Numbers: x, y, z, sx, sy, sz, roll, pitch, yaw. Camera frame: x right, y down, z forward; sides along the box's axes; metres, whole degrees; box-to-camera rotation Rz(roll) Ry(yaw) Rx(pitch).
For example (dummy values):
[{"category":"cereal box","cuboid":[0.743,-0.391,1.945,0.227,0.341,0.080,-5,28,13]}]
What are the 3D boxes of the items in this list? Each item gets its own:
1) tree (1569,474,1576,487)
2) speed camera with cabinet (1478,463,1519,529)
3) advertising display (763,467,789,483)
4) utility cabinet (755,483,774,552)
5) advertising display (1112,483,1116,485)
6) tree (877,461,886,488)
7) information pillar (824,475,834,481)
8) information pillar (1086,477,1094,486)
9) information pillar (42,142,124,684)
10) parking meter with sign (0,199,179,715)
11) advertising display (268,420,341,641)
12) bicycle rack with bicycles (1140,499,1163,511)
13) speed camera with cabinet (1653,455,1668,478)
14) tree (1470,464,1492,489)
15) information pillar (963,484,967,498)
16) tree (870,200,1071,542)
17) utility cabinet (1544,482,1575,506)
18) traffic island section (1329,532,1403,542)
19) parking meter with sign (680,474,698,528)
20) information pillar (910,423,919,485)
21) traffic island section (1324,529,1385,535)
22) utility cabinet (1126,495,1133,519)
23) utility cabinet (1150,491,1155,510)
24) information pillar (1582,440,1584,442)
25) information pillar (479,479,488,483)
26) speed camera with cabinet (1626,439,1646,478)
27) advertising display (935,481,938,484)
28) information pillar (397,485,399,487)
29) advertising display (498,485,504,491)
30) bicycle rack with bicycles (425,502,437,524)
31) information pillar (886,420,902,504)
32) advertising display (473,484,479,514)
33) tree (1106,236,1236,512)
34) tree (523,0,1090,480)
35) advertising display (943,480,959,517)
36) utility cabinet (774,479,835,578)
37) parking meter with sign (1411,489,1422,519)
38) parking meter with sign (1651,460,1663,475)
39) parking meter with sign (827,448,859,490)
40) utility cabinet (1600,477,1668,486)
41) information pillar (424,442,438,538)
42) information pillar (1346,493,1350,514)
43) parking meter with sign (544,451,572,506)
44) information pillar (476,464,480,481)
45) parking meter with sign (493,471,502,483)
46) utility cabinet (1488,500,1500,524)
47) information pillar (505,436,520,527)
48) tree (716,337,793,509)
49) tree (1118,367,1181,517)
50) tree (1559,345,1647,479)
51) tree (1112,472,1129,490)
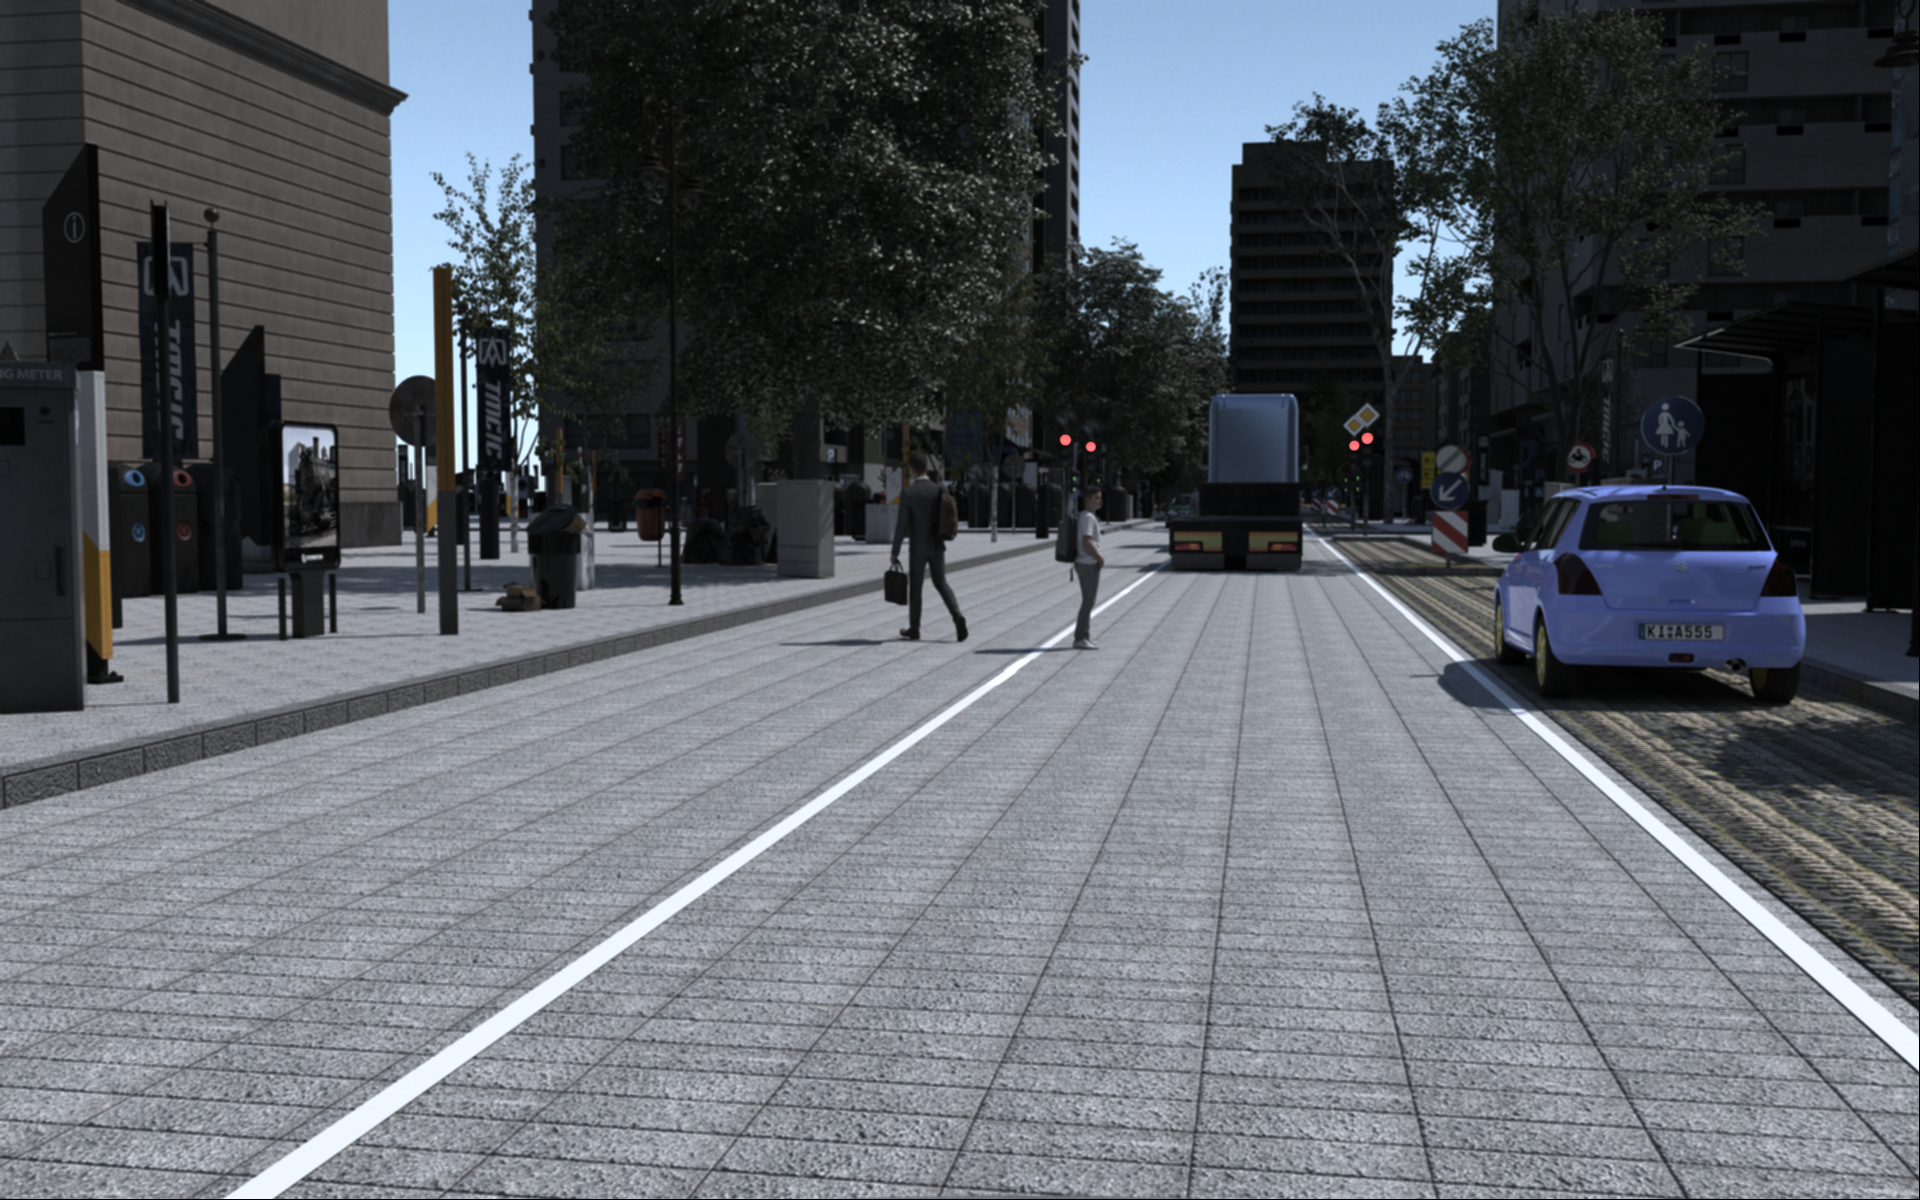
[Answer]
[{"category":"tree","cuboid":[31.087,-5.826,89.859,1.663,3.219,1.824,0,3,0]},{"category":"speed camera with cabinet","cuboid":[20.141,-4.260,63.988,0.660,3.252,2.038,-2,4,-31]},{"category":"advertising display","cuboid":[-4.359,-2.200,41.190,0.123,1.923,0.974,2,4,26]},{"category":"utility cabinet","cuboid":[-3.460,-1.562,34.214,1.173,1.500,0.318,1,4,20]},{"category":"advertising display","cuboid":[8.917,-5.861,101.048,0.974,1.923,0.123,1,4,8]},{"category":"tree","cuboid":[-3.299,-5.774,89.006,1.663,3.219,1.824,0,3,0]},{"category":"information pillar","cuboid":[-5.124,-3.868,67.731,0.304,2.012,0.304,-2,4,-24]},{"category":"information pillar","cuboid":[5.462,-4.187,72.948,0.304,2.012,0.304,1,4,9]},{"category":"information pillar","cuboid":[-5.979,-1.247,11.748,0.504,3.616,0.183,2,4,26]},{"category":"parking meter with sign","cuboid":[-5.589,-0.854,10.221,1.738,3.016,0.543,-1,4,-23]},{"category":"advertising display","cuboid":[-5.872,-0.632,15.555,0.123,1.923,0.974,1,4,9]},{"category":"bicycle rack with bicycles","cuboid":[14.087,-6.899,126.175,2.852,0.926,2.925,2,4,29]},{"category":"speed camera with cabinet","cuboid":[32.220,-5.290,80.825,0.660,3.252,2.038,-2,4,-25]},{"category":"tree","cuboid":[29.802,-6.320,97.929,1.663,3.219,1.824,0,3,0]},{"category":"information pillar","cuboid":[0.365,-7.400,125.484,0.304,2.012,0.304,1,4,9]},{"category":"tree","cuboid":[-0.322,-5.364,38.068,4.737,8.622,4.395,0,3,0]},{"category":"utility cabinet","cuboid":[11.283,-1.463,32.597,0.318,1.500,1.173,2,4,32]},{"category":"traffic island section","cuboid":[12.491,-1.895,53.262,2.009,0.180,2.903,1,4,10]},{"category":"parking meter with sign","cuboid":[-9.819,-4.283,66.286,1.738,3.016,0.543,-2,4,-25]},{"category":"information pillar","cuboid":[-1.557,-3.983,56.477,0.504,3.616,0.183,-2,4,-26]},{"category":"traffic island section","cuboid":[13.883,-2.376,61.125,2.009,0.180,2.903,1,4,10]},{"category":"utility cabinet","cuboid":[8.353,-4.737,88.609,1.020,1.237,0.306,3,5,42]},{"category":"utility cabinet","cuboid":[14.890,-7.697,134.528,0.318,1.500,1.173,1,4,12]},{"category":"information pillar","cuboid":[26.777,-5.095,74.652,0.183,3.616,0.504,1,4,9]},{"category":"information pillar","cuboid":[-22.679,-4.772,82.521,0.304,2.012,0.304,-3,5,-44]},{"category":"speed camera with cabinet","cuboid":[23.802,-4.194,62.912,2.038,3.252,0.660,1,4,22]},{"category":"advertising display","cuboid":[-0.808,-5.109,88.753,0.974,1.923,0.123,-2,4,-31]},{"category":"information pillar","cuboid":[-43.726,-7.995,135.208,0.304,2.012,0.304,-2,4,-25]},{"category":"advertising display","cuboid":[-32.838,-7.195,122.845,0.974,1.923,0.123,1,4,12]},{"category":"bicycle rack with bicycles","cuboid":[-23.118,-3.742,74.568,2.852,0.926,2.925,0,4,3]},{"category":"information pillar","cuboid":[-2.023,-3.745,52.592,0.504,3.616,0.183,0,4,3]},{"category":"advertising display","cuboid":[-31.831,-6.668,114.241,0.123,1.923,0.974,1,4,15]},{"category":"tree","cuboid":[7.454,-10.941,85.543,9.857,13.997,8.962,0,3,0]},{"category":"tree","cuboid":[-2.503,-7.451,28.476,9.857,13.997,8.962,0,3,0]},{"category":"advertising display","cuboid":[-0.419,-4.465,78.219,0.123,1.923,0.974,-3,5,-45]},{"category":"utility cabinet","cuboid":[-2.371,-1.098,26.636,0.318,1.500,1.173,-3,4,-38]},{"category":"parking meter with sign","cuboid":[24.093,-5.673,89.011,1.738,3.016,0.543,2,4,33]},{"category":"parking meter with sign","cuboid":[35.428,-5.662,88.831,0.543,3.016,1.738,0,4,2]},{"category":"parking meter with sign","cuboid":[-4.253,-4.313,66.781,1.738,3.016,0.543,-3,5,-39]},{"category":"utility cabinet","cuboid":[9.166,-0.910,23.558,1.173,1.500,0.318,-2,4,-35]},{"category":"information pillar","cuboid":[-15.534,-3.647,50.988,0.183,3.616,0.504,2,4,34]},{"category":"information pillar","cuboid":[24.808,-6.488,110.572,0.304,2.012,0.304,0,4,3]},{"category":"parking meter with sign","cuboid":[-16.035,-4.531,70.339,0.543,3.016,1.738,2,4,33]},{"category":"information pillar","cuboid":[-37.190,-8.719,133.914,0.504,3.616,0.183,0,4,6]},{"category":"parking meter with sign","cuboid":[-27.769,-6.510,102.699,0.543,3.016,1.738,1,4,9]},{"category":"utility cabinet","cuboid":[22.723,-3.855,74.188,1.020,1.237,0.306,-3,5,-43]},{"category":"information pillar","cuboid":[-17.214,-4.600,66.566,0.504,3.616,0.183,-3,4,-38]},{"category":"tree","cuboid":[-8.856,-7.676,75.861,4.737,8.622,4.395,0,3,0]},{"category":"tree","cuboid":[10.344,-9.018,97.806,4.360,8.622,3.978,0,3,0]},{"category":"tree","cuboid":[31.585,-8.220,84.757,4.360,8.622,3.978,0,3,0]},{"category":"tree","cuboid":[12.302,-8.565,134.645,1.663,3.219,1.824,0,3,0]}]
